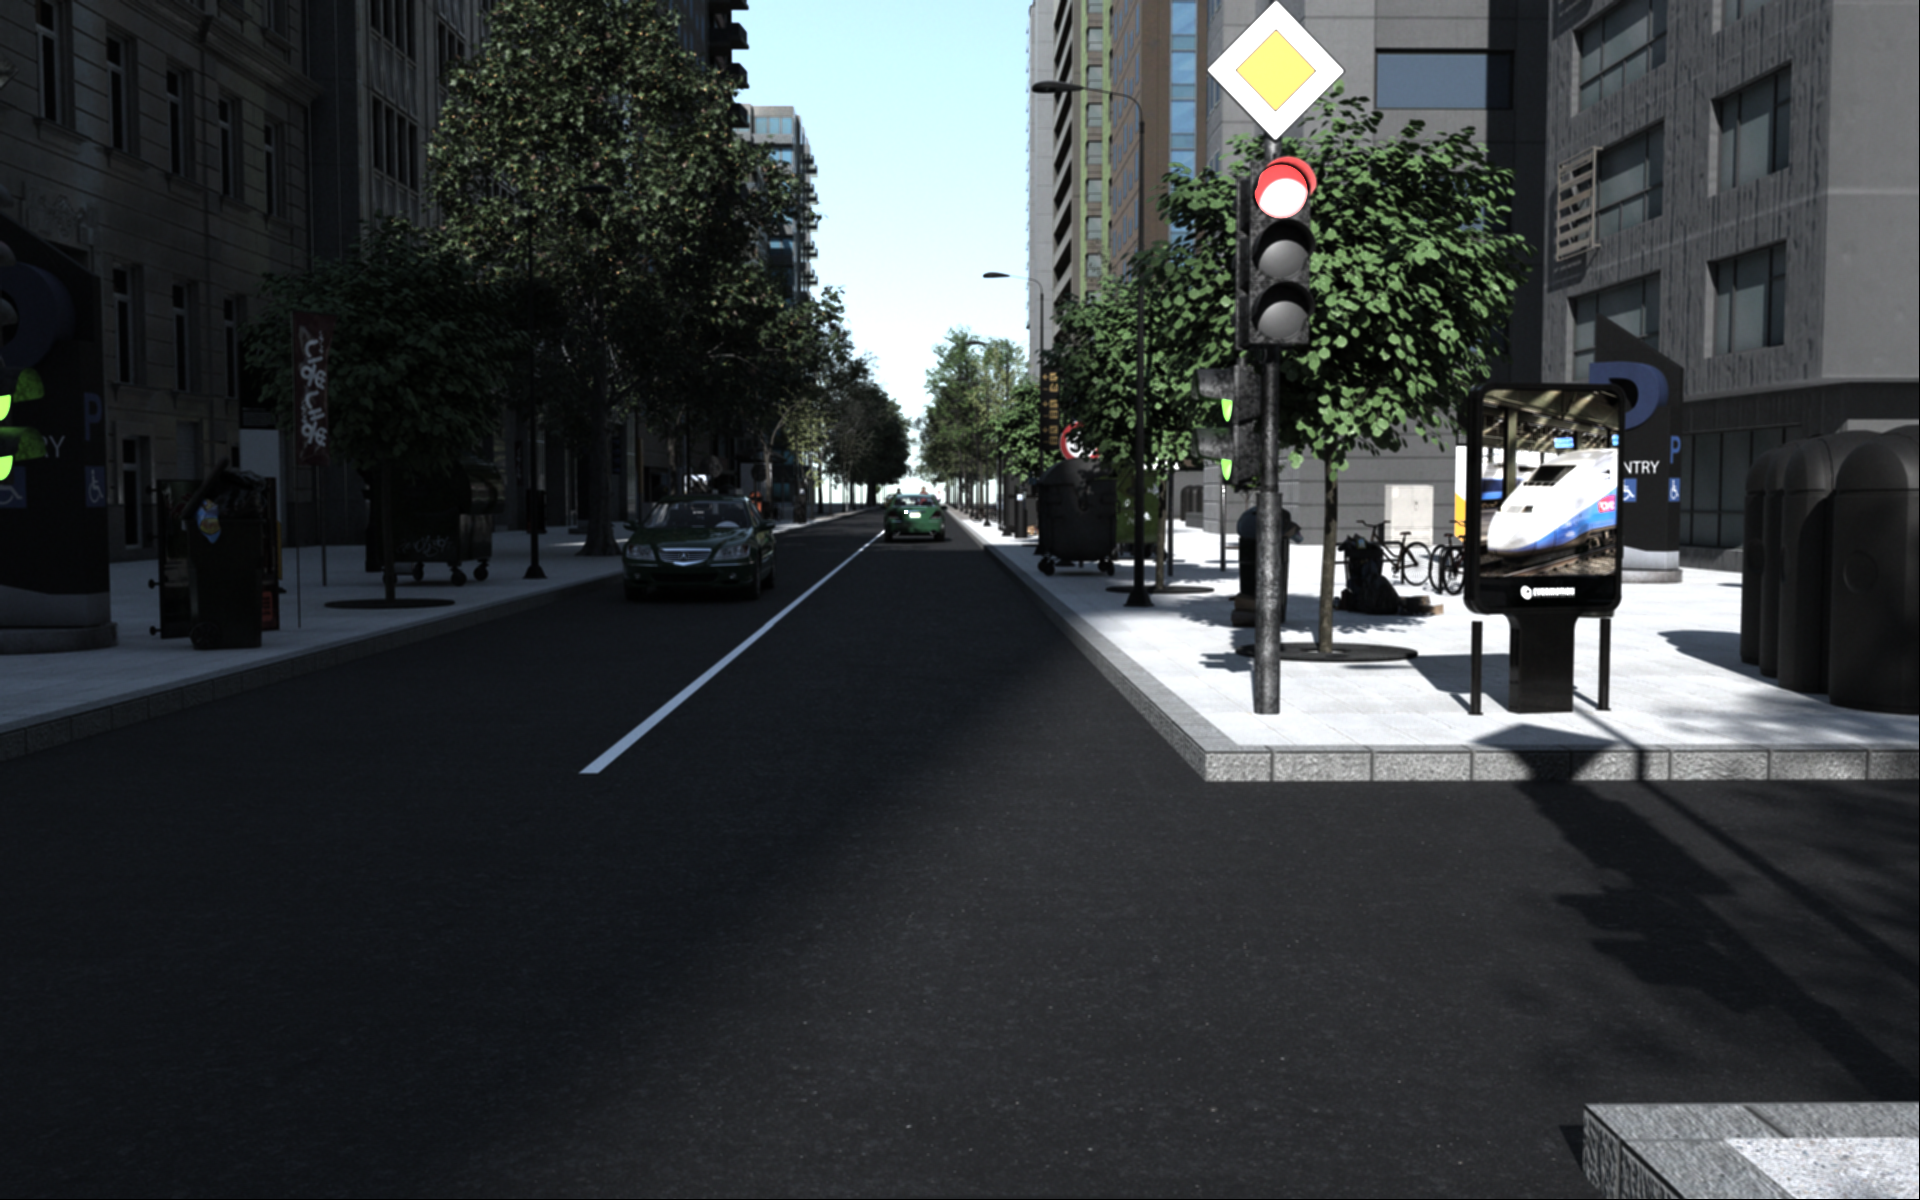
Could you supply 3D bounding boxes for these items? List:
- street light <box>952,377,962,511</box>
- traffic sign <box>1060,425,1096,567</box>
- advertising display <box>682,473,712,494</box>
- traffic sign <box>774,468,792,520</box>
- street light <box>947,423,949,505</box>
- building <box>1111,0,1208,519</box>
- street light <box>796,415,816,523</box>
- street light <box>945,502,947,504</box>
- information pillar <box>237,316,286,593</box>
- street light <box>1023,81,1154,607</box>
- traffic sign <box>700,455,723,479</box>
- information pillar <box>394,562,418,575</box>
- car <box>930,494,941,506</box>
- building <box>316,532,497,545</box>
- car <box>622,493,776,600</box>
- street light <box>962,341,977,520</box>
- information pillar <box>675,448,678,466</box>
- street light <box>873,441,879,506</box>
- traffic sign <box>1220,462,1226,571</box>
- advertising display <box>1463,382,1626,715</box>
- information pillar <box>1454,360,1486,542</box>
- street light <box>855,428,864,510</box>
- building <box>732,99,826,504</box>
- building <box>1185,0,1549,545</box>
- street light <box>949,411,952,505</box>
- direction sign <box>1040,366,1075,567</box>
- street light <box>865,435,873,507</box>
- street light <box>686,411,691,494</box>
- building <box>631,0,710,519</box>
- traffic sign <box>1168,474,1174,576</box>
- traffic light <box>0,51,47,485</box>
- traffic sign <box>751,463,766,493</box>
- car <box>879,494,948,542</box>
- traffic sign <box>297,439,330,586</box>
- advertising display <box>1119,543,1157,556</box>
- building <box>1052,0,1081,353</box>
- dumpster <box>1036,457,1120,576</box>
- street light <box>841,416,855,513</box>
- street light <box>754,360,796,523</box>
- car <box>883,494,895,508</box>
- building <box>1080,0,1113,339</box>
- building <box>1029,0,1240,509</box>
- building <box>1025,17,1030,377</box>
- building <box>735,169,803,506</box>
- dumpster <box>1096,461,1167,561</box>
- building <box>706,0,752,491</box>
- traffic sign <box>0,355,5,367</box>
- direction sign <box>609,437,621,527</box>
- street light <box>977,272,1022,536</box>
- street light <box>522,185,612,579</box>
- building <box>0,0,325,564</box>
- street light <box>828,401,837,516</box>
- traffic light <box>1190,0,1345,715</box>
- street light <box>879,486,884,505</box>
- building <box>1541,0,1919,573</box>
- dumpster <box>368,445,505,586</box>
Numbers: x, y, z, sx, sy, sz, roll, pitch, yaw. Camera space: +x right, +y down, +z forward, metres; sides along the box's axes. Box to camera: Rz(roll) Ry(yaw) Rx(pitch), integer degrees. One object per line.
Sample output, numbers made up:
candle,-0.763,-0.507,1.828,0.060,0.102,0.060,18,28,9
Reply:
street light,0.542,-5.892,68.879,1.470,5.913,1.316,0,4,-1
traffic sign,2.119,-1.842,30.224,0.768,2.556,0.104,0,4,5
advertising display,-8.220,-2.996,54.206,0.974,1.923,0.123,-2,4,-31
traffic sign,-8.737,-5.226,85.443,0.884,2.594,0.081,0,4,6
street light,0.146,-7.553,96.035,1.470,5.913,1.316,0,4,-1
building,16.067,-27.275,96.054,14.600,45.320,14.200,0,4,-1
street light,-6.788,-6.416,77.448,1.470,5.913,1.316,0,4,-1
street light,-0.120,-8.547,112.276,1.470,5.913,1.316,0,4,-1
information pillar,-8.974,-1.888,22.219,0.504,3.616,0.183,-3,4,-39
street light,1.507,-2.881,19.646,1.470,5.913,1.316,0,4,-1
traffic sign,-8.206,-3.485,57.082,0.768,2.556,0.104,0,4,4
information pillar,-8.791,-1.404,27.451,0.304,2.012,0.304,0,4,0
car,-2.362,-6.846,123.929,2.014,1.417,4.499,0,4,0
building,-20.993,-14.329,52.294,12.078,24.808,19.932,0,4,-1
car,-3.687,-0.808,25.010,2.131,1.459,4.920,0,4,-2
street light,0.895,-4.899,52.639,1.470,5.913,1.316,0,4,-1
information pillar,-13.890,-5.715,84.802,0.183,3.616,0.504,-1,4,-17
street light,-8.152,-11.026,152.809,1.470,5.913,1.316,0,4,-1
traffic sign,4.377,-1.753,28.760,0.768,2.556,0.104,0,4,3
advertising display,3.417,-0.301,10.135,0.974,1.923,0.123,-1,4,-14
information pillar,8.816,-2.357,29.891,0.504,3.616,0.183,1,4,11
street light,-7.537,-9.031,120.192,1.470,5.913,1.316,0,4,-1
building,-29.118,-36.445,215.487,23.786,49.044,30.456,0,4,-1
building,18.717,-31.421,55.728,21.231,58.520,28.212,0,4,-1
street light,0.305,-6.886,85.121,1.470,5.913,1.316,0,4,-1
direction sign,1.862,-2.369,30.724,0.876,3.537,0.379,0,4,-3
street light,-7.790,-10.024,136.434,1.470,5.913,1.316,0,4,-1
street light,-6.306,-4.346,43.596,1.470,5.913,1.316,0,4,-1
building,-23.247,-27.866,105.723,14.600,45.320,14.200,0,4,-1
traffic sign,3.298,-1.650,27.083,0.768,2.556,0.104,0,4,7
traffic light,-5.731,-1.282,9.880,0.839,4.253,0.868,0,4,-1
traffic sign,-8.304,-4.389,71.860,0.768,2.556,0.104,1,4,9
car,-1.419,-2.534,53.231,2.131,1.459,4.920,0,4,-2
traffic sign,-8.854,-1.400,24.068,0.795,2.450,0.064,0,4,7
advertising display,3.741,-1.893,36.161,0.974,1.923,0.123,-2,4,-25
building,18.997,-31.714,142.233,21.300,48.544,21.600,0,4,-1
dumpster,1.894,-1.349,27.809,1.264,1.857,1.865,0,4,-1
street light,-7.214,-8.012,103.542,1.470,5.913,1.316,0,4,-1
street light,-6.541,-5.339,59.838,1.470,5.913,1.316,0,4,-1
car,-6.542,-9.850,171.278,2.015,1.641,3.980,0,4,0
building,15.510,-26.972,124.583,14.154,41.232,14.086,0,4,-1
building,18.422,-40.144,198.355,21.231,58.520,28.212,0,4,-1
building,17.523,-55.940,227.292,22.319,86.520,31.000,0,4,-1
building,-33.653,-30.324,187.679,32.217,40.220,23.993,0,4,-1
dumpster,3.334,-1.924,33.955,1.502,2.255,1.985,0,4,-1
building,-27.297,-28.937,127.752,22.147,44.769,28.867,0,4,-1
traffic sign,-7.764,-0.816,13.444,0.768,2.556,0.104,0,4,3
direction sign,-13.813,-4.666,68.285,0.876,3.537,0.379,0,4,-8
street light,1.174,-3.906,36.397,1.470,5.913,1.316,0,4,-1
street light,-5.918,-3.279,26.145,1.470,5.913,1.316,0,4,-1
building,-21.308,-14.218,29.731,12.463,27.353,25.104,0,4,-1
street light,-6.883,-6.982,86.693,1.470,5.913,1.316,0,4,-1
traffic light,1.779,-1.291,10.028,0.839,4.253,0.868,0,4,-1
street light,-8.369,-12.072,169.914,1.470,5.913,1.316,0,4,-1
building,18.652,-21.003,26.996,14.086,41.232,14.154,0,4,-1
dumpster,-7.477,-1.361,24.745,1.502,2.255,1.985,0,4,-1
